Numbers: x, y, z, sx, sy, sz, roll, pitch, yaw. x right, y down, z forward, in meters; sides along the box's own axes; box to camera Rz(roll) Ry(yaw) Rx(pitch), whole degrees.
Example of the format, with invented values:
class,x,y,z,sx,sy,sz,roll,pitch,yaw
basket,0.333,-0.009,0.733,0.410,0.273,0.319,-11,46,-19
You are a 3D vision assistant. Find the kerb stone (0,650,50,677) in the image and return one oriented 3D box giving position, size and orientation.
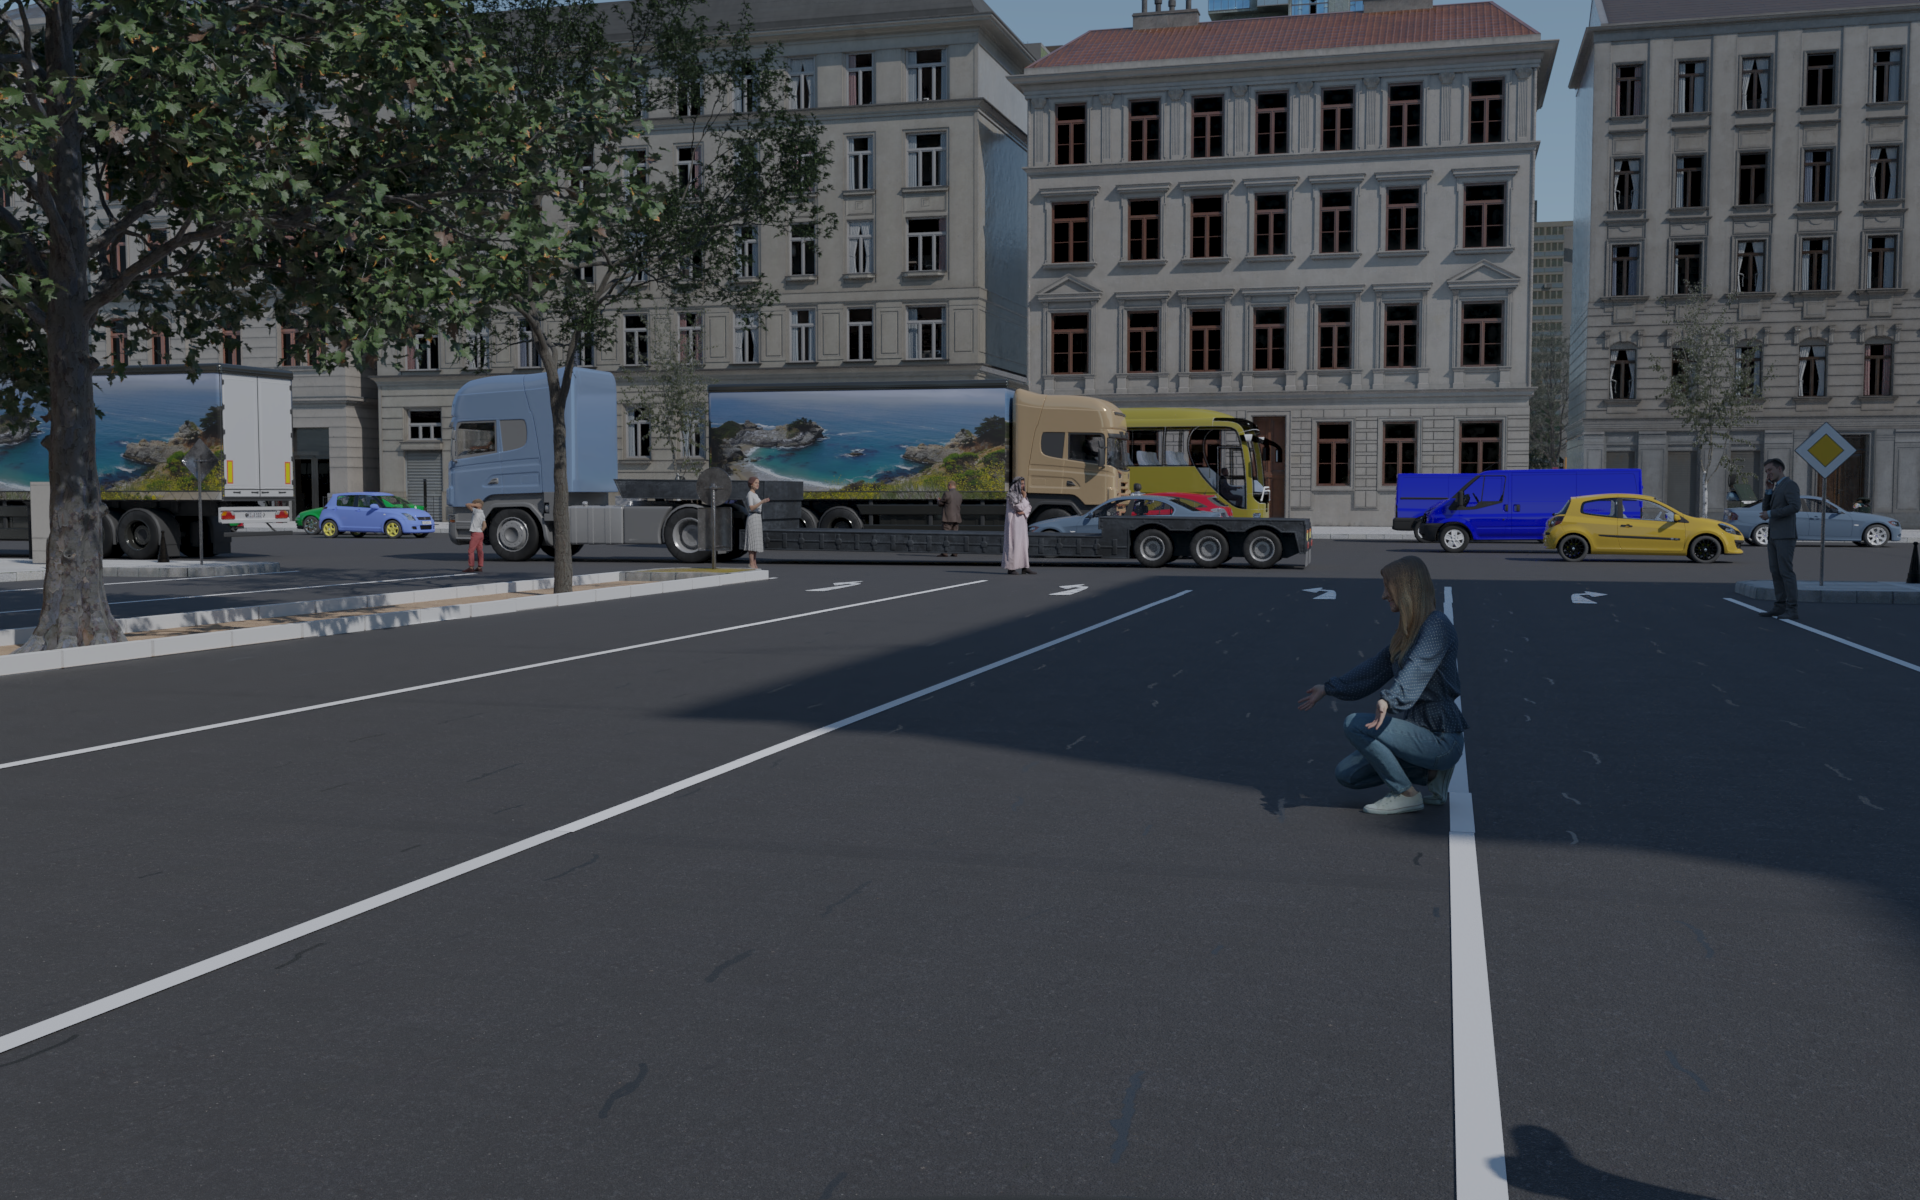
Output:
class,x,y,z,sx,sy,sz,roll,pitch,yaw
kerb stone,-7.553,0.519,13.718,0.120,0.150,1.000,1,4,16

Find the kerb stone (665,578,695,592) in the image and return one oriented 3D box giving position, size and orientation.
class,x,y,z,sx,sy,sz,roll,pitch,yaw
kerb stone,-4.231,-0.211,25.641,0.120,0.150,1.000,1,4,16

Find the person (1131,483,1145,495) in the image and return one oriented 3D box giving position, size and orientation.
class,x,y,z,sx,sy,sz,roll,pitch,yaw
person,4.923,-2.365,47.888,0.841,1.734,0.376,-1,4,-9

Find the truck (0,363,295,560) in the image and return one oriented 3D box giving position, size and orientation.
class,x,y,z,sx,sy,sz,roll,pitch,yaw
truck,-20.808,-3.111,39.785,11.283,4.237,2.839,1,4,17

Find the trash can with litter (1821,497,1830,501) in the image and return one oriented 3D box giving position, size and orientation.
class,x,y,z,sx,sy,sz,roll,pitch,yaw
trash can with litter,39.197,-4.101,78.116,2.233,1.210,1.678,2,4,23

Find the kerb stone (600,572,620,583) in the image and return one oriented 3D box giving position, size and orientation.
class,x,y,z,sx,sy,sz,roll,pitch,yaw
kerb stone,-5.702,-0.367,28.191,0.120,0.150,1.000,1,4,16

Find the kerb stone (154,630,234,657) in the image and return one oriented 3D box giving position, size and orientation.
class,x,y,z,sx,sy,sz,roll,pitch,yaw
kerb stone,-7.004,0.398,15.719,0.120,0.150,1.000,1,4,16

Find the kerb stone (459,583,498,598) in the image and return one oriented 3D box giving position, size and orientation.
class,x,y,z,sx,sy,sz,roll,pitch,yaw
kerb stone,-6.809,-0.124,24.224,0.120,0.150,1.000,1,4,16

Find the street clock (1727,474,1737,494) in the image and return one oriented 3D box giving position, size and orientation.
class,x,y,z,sx,sy,sz,roll,pitch,yaw
street clock,27.785,-3.534,62.355,0.358,2.002,0.471,1,4,17

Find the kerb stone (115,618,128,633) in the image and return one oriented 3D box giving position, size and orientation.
class,x,y,z,sx,sy,sz,roll,pitch,yaw
kerb stone,-8.743,0.302,17.269,0.120,0.150,1.000,1,4,16

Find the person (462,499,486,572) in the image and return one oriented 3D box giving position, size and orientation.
class,x,y,z,sx,sy,sz,roll,pitch,yaw
person,-8.956,-1.193,31.914,0.340,1.345,0.435,0,4,5

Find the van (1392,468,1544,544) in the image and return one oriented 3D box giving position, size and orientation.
class,x,y,z,sx,sy,sz,roll,pitch,yaw
van,15.438,-2.853,51.035,5.245,2.365,2.240,1,4,15

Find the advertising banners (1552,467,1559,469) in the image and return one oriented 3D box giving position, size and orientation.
class,x,y,z,sx,sy,sz,roll,pitch,yaw
advertising banners,39.203,-7.109,112.427,2.074,3.025,0.090,-2,4,-25

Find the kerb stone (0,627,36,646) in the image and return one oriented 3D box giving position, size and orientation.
class,x,y,z,sx,sy,sz,roll,pitch,yaw
kerb stone,-9.020,0.362,16.280,0.120,0.150,1.000,1,4,16

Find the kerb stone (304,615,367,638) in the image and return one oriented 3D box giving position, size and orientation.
class,x,y,z,sx,sy,sz,roll,pitch,yaw
kerb stone,-6.443,0.275,17.704,0.120,0.150,1.000,1,4,16

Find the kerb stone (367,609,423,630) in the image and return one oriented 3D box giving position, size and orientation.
class,x,y,z,sx,sy,sz,roll,pitch,yaw
kerb stone,-6.165,0.215,18.692,0.120,0.150,1.000,1,4,16

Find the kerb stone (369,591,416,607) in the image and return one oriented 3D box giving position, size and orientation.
class,x,y,z,sx,sy,sz,roll,pitch,yaw
kerb stone,-7.357,-0.002,22.246,0.120,0.150,1.000,1,4,16

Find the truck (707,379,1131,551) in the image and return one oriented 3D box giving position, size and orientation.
class,x,y,z,sx,sy,sz,roll,pitch,yaw
truck,-0.716,-3.369,44.005,11.283,4.237,2.839,1,4,14

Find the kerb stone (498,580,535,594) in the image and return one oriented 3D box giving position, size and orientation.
class,x,y,z,sx,sy,sz,roll,pitch,yaw
kerb stone,-6.537,-0.185,25.214,0.120,0.150,1.000,1,4,16

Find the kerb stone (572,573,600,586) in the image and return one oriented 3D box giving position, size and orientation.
class,x,y,z,sx,sy,sz,roll,pitch,yaw
kerb stone,-5.978,-0.306,27.202,0.120,0.150,1.000,1,4,16

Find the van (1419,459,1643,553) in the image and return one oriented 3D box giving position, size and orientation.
class,x,y,z,sx,sy,sz,roll,pitch,yaw
van,13.947,-2.323,42.366,5.245,2.365,2.240,1,4,17

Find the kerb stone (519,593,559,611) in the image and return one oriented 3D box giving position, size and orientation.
class,x,y,z,sx,sy,sz,roll,pitch,yaw
kerb stone,-5.347,0.032,21.670,0.120,0.150,1.000,1,4,16

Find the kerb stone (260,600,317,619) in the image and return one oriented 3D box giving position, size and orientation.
class,x,y,z,sx,sy,sz,roll,pitch,yaw
kerb stone,-7.914,0.119,20.254,0.120,0.150,1.000,1,4,16

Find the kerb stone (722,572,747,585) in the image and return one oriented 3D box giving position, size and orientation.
class,x,y,z,sx,sy,sz,roll,pitch,yaw
kerb stone,-3.679,-0.332,27.623,0.120,0.150,1.000,1,4,16

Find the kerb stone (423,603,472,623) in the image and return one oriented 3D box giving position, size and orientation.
class,x,y,z,sx,sy,sz,roll,pitch,yaw
kerb stone,-5.895,0.156,19.682,0.120,0.150,1.000,1,4,16

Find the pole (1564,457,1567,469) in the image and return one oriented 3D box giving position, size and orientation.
class,x,y,z,sx,sy,sz,roll,pitch,yaw
pole,33.634,-6.264,96.262,0.158,3.312,0.155,0,3,0

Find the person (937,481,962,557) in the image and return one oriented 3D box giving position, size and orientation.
class,x,y,z,sx,sy,sz,roll,pitch,yaw
person,-0.271,-1.862,39.630,0.600,1.739,0.565,1,4,21

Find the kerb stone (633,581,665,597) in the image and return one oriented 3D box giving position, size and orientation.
class,x,y,z,sx,sy,sz,roll,pitch,yaw
kerb stone,-4.510,-0.147,24.645,0.120,0.150,1.000,1,4,16

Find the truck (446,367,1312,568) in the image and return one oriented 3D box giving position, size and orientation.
class,x,y,z,sx,sy,sz,roll,pitch,yaw
truck,-2.287,-2.825,35.945,18.799,4.110,2.967,1,4,14

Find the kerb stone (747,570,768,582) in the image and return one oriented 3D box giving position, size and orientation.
class,x,y,z,sx,sy,sz,roll,pitch,yaw
kerb stone,-3.409,-0.393,28.619,0.120,0.150,1.000,1,4,16

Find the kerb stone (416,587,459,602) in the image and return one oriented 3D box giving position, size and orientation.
class,x,y,z,sx,sy,sz,roll,pitch,yaw
kerb stone,-7.084,-0.064,23.235,0.120,0.150,1.000,1,4,16

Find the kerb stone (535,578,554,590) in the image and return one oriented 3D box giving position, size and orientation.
class,x,y,z,sx,sy,sz,roll,pitch,yaw
kerb stone,-6.246,-0.246,26.210,0.120,0.150,1.000,1,4,16

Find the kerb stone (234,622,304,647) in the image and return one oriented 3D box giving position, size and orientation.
class,x,y,z,sx,sy,sz,roll,pitch,yaw
kerb stone,-6.728,0.337,16.711,0.120,0.150,1.000,1,4,16

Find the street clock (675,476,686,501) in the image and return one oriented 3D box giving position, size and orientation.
class,x,y,z,sx,sy,sz,roll,pitch,yaw
street clock,-11.181,-3.954,69.216,0.471,2.002,0.358,3,5,43

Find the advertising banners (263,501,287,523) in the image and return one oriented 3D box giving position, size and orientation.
class,x,y,z,sx,sy,sz,roll,pitch,yaw
advertising banners,-30.002,-4.896,76.233,2.074,3.025,0.090,2,4,33

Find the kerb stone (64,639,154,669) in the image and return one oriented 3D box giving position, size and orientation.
class,x,y,z,sx,sy,sz,roll,pitch,yaw
kerb stone,-7.279,0.458,14.711,0.120,0.150,1.000,1,4,16

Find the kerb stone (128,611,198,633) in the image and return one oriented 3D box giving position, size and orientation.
class,x,y,z,sx,sy,sz,roll,pitch,yaw
kerb stone,-8.468,0.243,18.268,0.120,0.150,1.000,1,4,16

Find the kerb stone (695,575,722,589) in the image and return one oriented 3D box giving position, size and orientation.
class,x,y,z,sx,sy,sz,roll,pitch,yaw
kerb stone,-3.960,-0.272,26.636,0.120,0.150,1.000,1,4,16

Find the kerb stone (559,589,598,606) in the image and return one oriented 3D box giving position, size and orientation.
class,x,y,z,sx,sy,sz,roll,pitch,yaw
kerb stone,-5.061,-0.025,22.658,0.120,0.150,1.000,1,4,16

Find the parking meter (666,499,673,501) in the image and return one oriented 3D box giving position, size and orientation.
class,x,y,z,sx,sy,sz,roll,pitch,yaw
parking meter,-12.396,-4.169,73.875,0.255,1.863,0.399,-2,4,-25

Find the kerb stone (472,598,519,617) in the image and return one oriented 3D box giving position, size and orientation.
class,x,y,z,sx,sy,sz,roll,pitch,yaw
kerb stone,-5.611,0.097,20.678,0.120,0.150,1.000,1,4,16

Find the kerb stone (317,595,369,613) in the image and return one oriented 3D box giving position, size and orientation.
class,x,y,z,sx,sy,sz,roll,pitch,yaw
kerb stone,-7.635,0.058,21.248,0.120,0.150,1.000,1,4,16

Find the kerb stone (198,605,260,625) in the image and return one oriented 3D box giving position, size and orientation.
class,x,y,z,sx,sy,sz,roll,pitch,yaw
kerb stone,-8.191,0.179,19.266,0.120,0.150,1.000,1,4,16

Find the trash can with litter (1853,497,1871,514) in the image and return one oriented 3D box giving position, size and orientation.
class,x,y,z,sx,sy,sz,roll,pitch,yaw
trash can with litter,31.081,-2.970,59.939,0.624,1.170,1.055,1,4,9

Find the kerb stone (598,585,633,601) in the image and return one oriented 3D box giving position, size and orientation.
class,x,y,z,sx,sy,sz,roll,pitch,yaw
kerb stone,-4.786,-0.089,23.653,0.120,0.150,1.000,1,4,16
